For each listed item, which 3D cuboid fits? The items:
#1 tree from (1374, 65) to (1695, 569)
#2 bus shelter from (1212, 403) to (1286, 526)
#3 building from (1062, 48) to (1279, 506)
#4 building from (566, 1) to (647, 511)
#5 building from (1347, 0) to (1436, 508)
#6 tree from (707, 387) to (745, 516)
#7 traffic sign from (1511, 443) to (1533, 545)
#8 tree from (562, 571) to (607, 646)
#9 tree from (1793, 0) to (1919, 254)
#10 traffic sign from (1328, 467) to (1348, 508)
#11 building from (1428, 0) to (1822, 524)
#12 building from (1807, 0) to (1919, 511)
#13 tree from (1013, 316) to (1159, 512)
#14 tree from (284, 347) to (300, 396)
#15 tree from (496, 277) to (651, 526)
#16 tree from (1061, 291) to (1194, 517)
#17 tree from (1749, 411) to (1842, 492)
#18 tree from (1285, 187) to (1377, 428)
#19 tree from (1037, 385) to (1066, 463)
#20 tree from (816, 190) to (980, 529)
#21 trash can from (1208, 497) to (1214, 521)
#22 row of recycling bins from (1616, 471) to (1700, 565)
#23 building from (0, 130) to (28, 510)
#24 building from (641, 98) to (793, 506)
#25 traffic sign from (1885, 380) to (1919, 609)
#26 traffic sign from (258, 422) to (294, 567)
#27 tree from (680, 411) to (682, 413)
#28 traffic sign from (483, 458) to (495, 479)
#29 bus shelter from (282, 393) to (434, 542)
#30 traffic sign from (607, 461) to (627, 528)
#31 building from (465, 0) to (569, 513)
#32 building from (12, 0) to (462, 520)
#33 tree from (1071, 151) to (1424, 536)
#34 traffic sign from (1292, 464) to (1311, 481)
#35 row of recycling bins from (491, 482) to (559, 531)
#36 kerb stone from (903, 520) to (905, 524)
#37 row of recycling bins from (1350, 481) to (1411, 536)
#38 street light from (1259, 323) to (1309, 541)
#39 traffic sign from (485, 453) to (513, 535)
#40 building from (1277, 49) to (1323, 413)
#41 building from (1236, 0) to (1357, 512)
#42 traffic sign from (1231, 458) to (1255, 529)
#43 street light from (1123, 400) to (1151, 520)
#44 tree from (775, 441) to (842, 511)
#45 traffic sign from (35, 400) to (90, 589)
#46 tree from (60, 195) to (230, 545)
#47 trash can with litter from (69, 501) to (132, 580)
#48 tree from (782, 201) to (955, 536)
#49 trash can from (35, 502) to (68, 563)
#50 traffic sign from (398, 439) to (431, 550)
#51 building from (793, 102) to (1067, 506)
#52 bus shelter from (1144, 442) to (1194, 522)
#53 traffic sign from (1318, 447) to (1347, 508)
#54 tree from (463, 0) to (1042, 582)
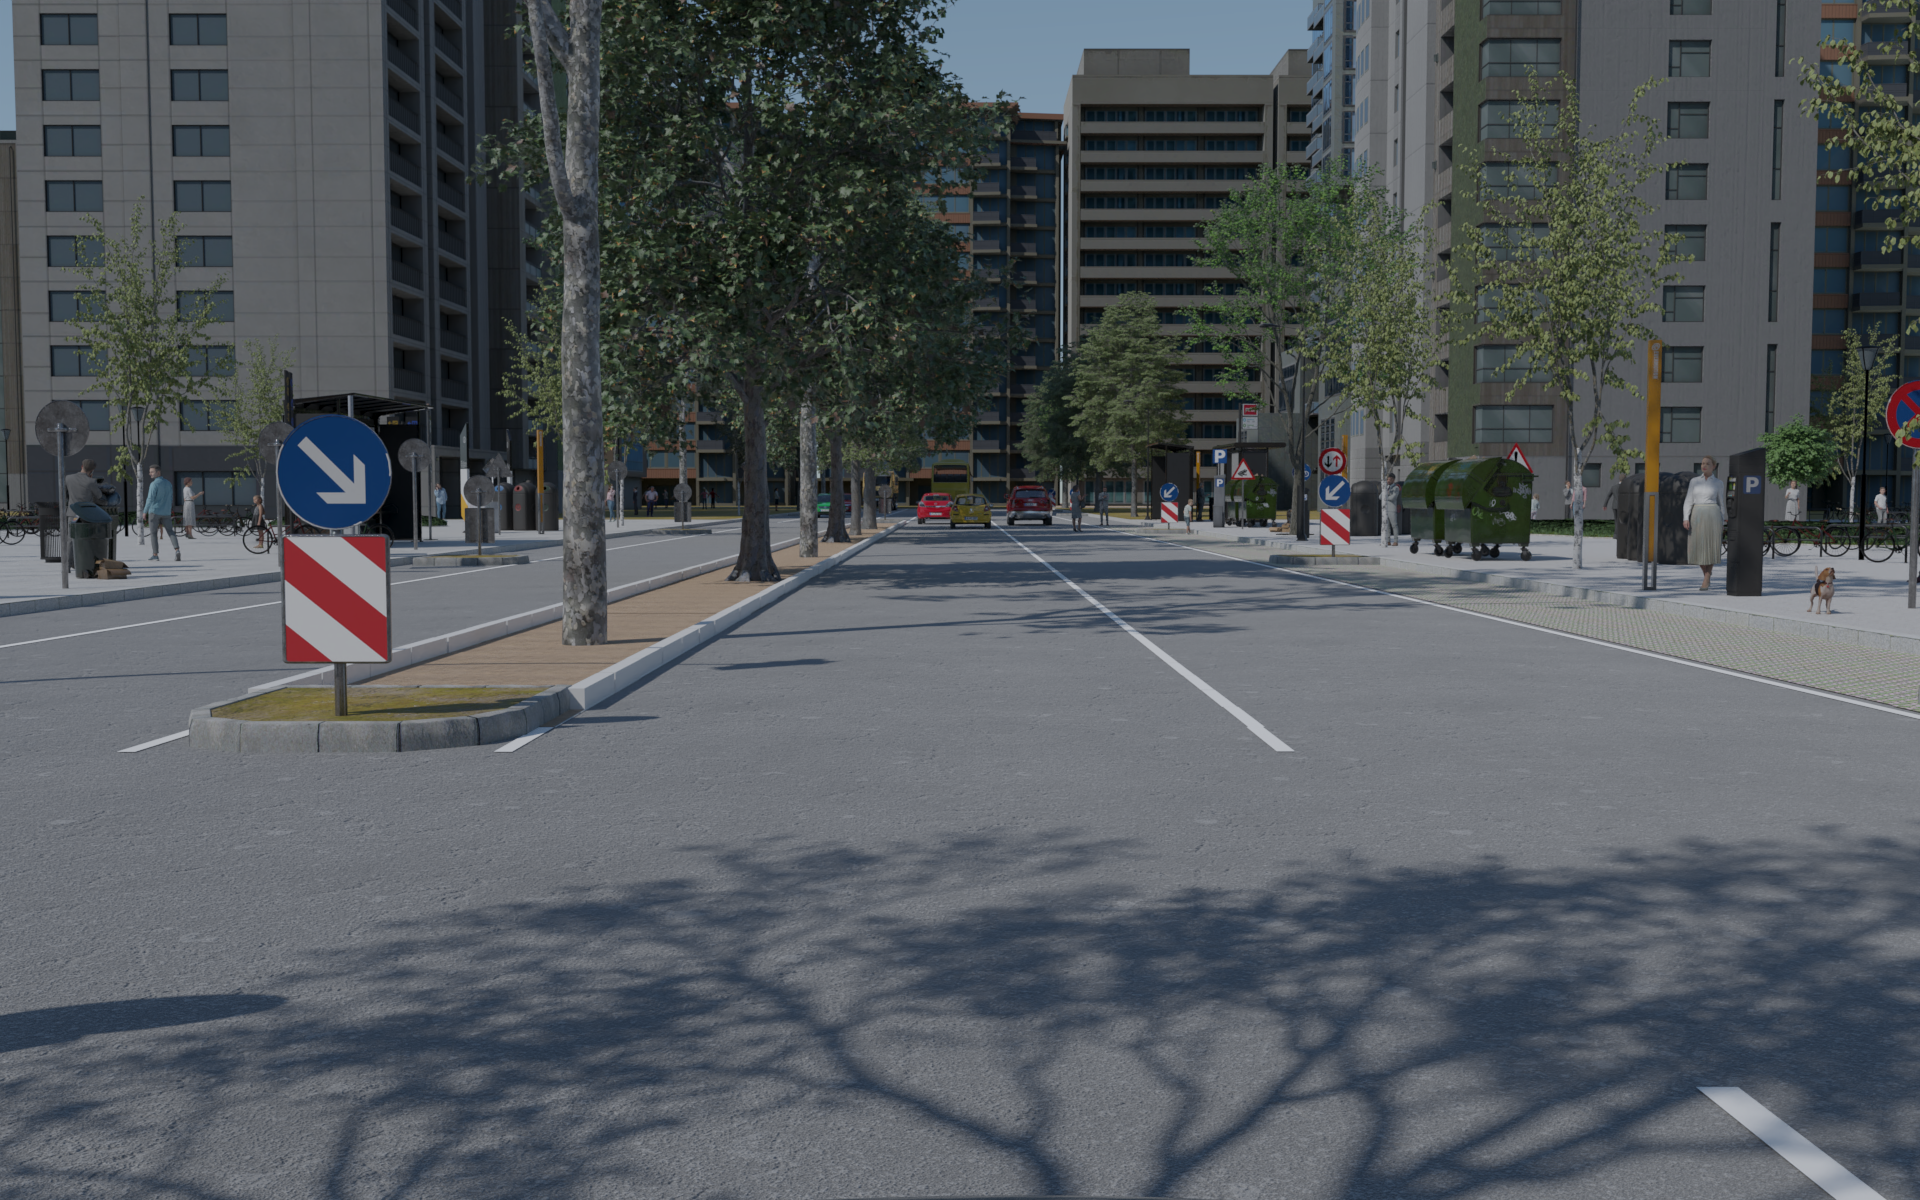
[{"bbox_3d":[10.405,-4.829,29.322,4.737,8.622,4.395,0,3,0],"label":"tree"},{"bbox_3d":[12.127,-5.909,74.236,2.179,5.291,8.768,0,3,0],"label":"bus shelter"},{"bbox_3d":[22.213,-34.804,192.741,21.600,48.544,21.300,0,3,0],"label":"building"},{"bbox_3d":[-33.864,-29.963,140.002,14.200,45.320,14.600,0,3,0],"label":"building"},{"bbox_3d":[34.043,-34.198,101.129,21.231,58.520,28.212,0,3,0],"label":"building"},{"bbox_3d":[-12.991,-9.356,103.327,4.360,8.622,3.978,0,3,0],"label":"tree"},{"bbox_3d":[14.074,-2.687,43.930,0.884,2.594,0.081,0,4,1],"label":"traffic sign"},{"bbox_3d":[-4.776,-9.684,16.682,12.611,20.169,13.585,0,3,0],"label":"tree"},{"bbox_3d":[10.449,-4.031,16.276,4.737,8.622,4.395,0,3,0],"label":"tree"},{"bbox_3d":[13.765,-3.864,63.277,0.768,2.556,0.104,0,4,2],"label":"traffic sign"},{"bbox_3d":[28.808,-18.785,78.838,14.160,30.474,14.107,0,3,0],"label":"building"},{"bbox_3d":[63.056,-29.494,136.858,28.867,44.769,22.147,0,3,0],"label":"building"},{"bbox_3d":[10.134,-13.394,125.646,9.857,13.997,8.962,0,3,0],"label":"tree"},{"bbox_3d":[-32.066,-7.873,79.089,4.737,8.622,4.395,0,3,0],"label":"tree"},{"bbox_3d":[-13.111,-6.586,58.037,4.737,8.622,4.395,0,3,0],"label":"tree"},{"bbox_3d":[9.429,-10.966,97.419,7.486,12.596,7.792,0,3,0],"label":"tree"},{"bbox_3d":[33.295,-5.225,69.139,4.285,4.588,4.351,0,3,0],"label":"tree"},{"bbox_3d":[10.033,-5.551,41.122,4.737,8.622,4.395,0,3,0],"label":"tree"},{"bbox_3d":[10.036,-13.468,145.950,9.928,11.665,9.643,0,3,0],"label":"tree"},{"bbox_3d":[-3.691,-9.823,69.726,9.857,13.997,8.962,0,3,0],"label":"tree"},{"bbox_3d":[12.232,-4.362,82.970,0.748,1.137,0.748,0,3,0],"label":"trash can"},{"bbox_3d":[13.292,-1.577,32.891,1.069,1.692,3.534,0,4,6],"label":"row of recycling bins"},{"bbox_3d":[-69.924,-22.567,140.669,14.107,30.474,14.160,0,3,0],"label":"building"},{"bbox_3d":[-32.346,-32.972,193.710,28.867,44.769,22.147,0,3,0],"label":"building"},{"bbox_3d":[10.680,-1.177,19.353,0.768,2.556,0.104,0,4,1],"label":"traffic sign"},{"bbox_3d":[-11.988,-1.858,30.489,0.768,2.556,0.104,0,4,6],"label":"traffic sign"},{"bbox_3d":[-13.527,-7.305,69.795,4.737,8.622,4.395,0,3,0],"label":"tree"},{"bbox_3d":[-17.052,-3.882,63.203,0.795,2.593,0.064,0,4,8],"label":"traffic sign"},{"bbox_3d":[-14.881,-3.176,43.211,1.731,3.624,6.357,0,4,0],"label":"bus shelter"},{"bbox_3d":[-13.099,-4.045,66.235,0.768,2.556,0.104,0,4,1],"label":"traffic sign"},{"bbox_3d":[-34.032,-26.301,113.621,14.154,41.232,14.086,0,3,0],"label":"building"},{"bbox_3d":[-36.472,-40.155,94.784,20.563,71.187,20.611,0,3,0],"label":"building"},{"bbox_3d":[10.469,-7.824,53.680,9.928,11.665,9.643,0,3,0],"label":"tree"},{"bbox_3d":[13.936,-4.321,70.755,0.768,2.556,0.104,0,4,8],"label":"traffic sign"},{"bbox_3d":[-15.655,-3.283,60.789,3.534,1.692,1.069,1,4,19],"label":"row of recycling bins"},{"bbox_3d":[-2.685,-3.443,78.526,0.120,0.150,1.000,0,3,0],"label":"kerb stone"},{"bbox_3d":[13.103,-2.857,53.828,1.069,1.692,3.534,3,4,38],"label":"row of recycling bins"},{"bbox_3d":[8.828,-4.568,47.234,1.470,5.913,1.316,0,3,0],"label":"street light"},{"bbox_3d":[-14.465,-3.324,54.352,0.884,2.594,0.081,0,4,1],"label":"traffic sign"},{"bbox_3d":[43.812,-34.815,192.933,21.600,48.544,21.300,0,3,0],"label":"building"},{"bbox_3d":[34.818,-50.008,130.309,22.319,86.520,31.000,0,3,0],"label":"building"},{"bbox_3d":[10.280,-3.851,62.961,0.884,2.594,0.081,0,4,1],"label":"traffic sign"},{"bbox_3d":[8.760,-6.918,85.656,1.470,5.913,1.316,0,3,0],"label":"street light"},{"bbox_3d":[-13.528,-13.286,151.644,8.767,10.594,7.601,1,4,16],"label":"tree"},{"bbox_3d":[-12.157,-1.428,23.459,0.768,2.556,0.104,0,4,4],"label":"traffic sign"},{"bbox_3d":[-20.585,-5.708,43.689,4.737,8.622,4.395,0,3,0],"label":"tree"},{"bbox_3d":[-13.003,-0.912,26.294,1.055,1.170,0.624,2,4,29],"label":"trash can with litter"},{"bbox_3d":[-3.701,-8.510,59.725,7.486,12.596,7.792,0,3,0],"label":"tree"},{"bbox_3d":[-16.926,-1.275,32.493,0.748,1.137,0.748,0,3,0],"label":"trash can"},{"bbox_3d":[-12.537,-2.429,39.821,0.768,2.556,0.104,0,4,1],"label":"traffic sign"},{"bbox_3d":[-3.023,-32.969,193.662,28.867,44.769,22.147,0,3,0],"label":"building"},{"bbox_3d":[9.838,-5.529,81.684,1.731,3.624,6.357,0,3,0],"label":"bus shelter"},{"bbox_3d":[10.136,-2.881,47.218,0.768,2.556,0.104,0,4,4],"label":"traffic sign"},{"bbox_3d":[-3.373,-6.658,28.323,9.611,12.733,9.660,0,3,0],"label":"tree"}]
